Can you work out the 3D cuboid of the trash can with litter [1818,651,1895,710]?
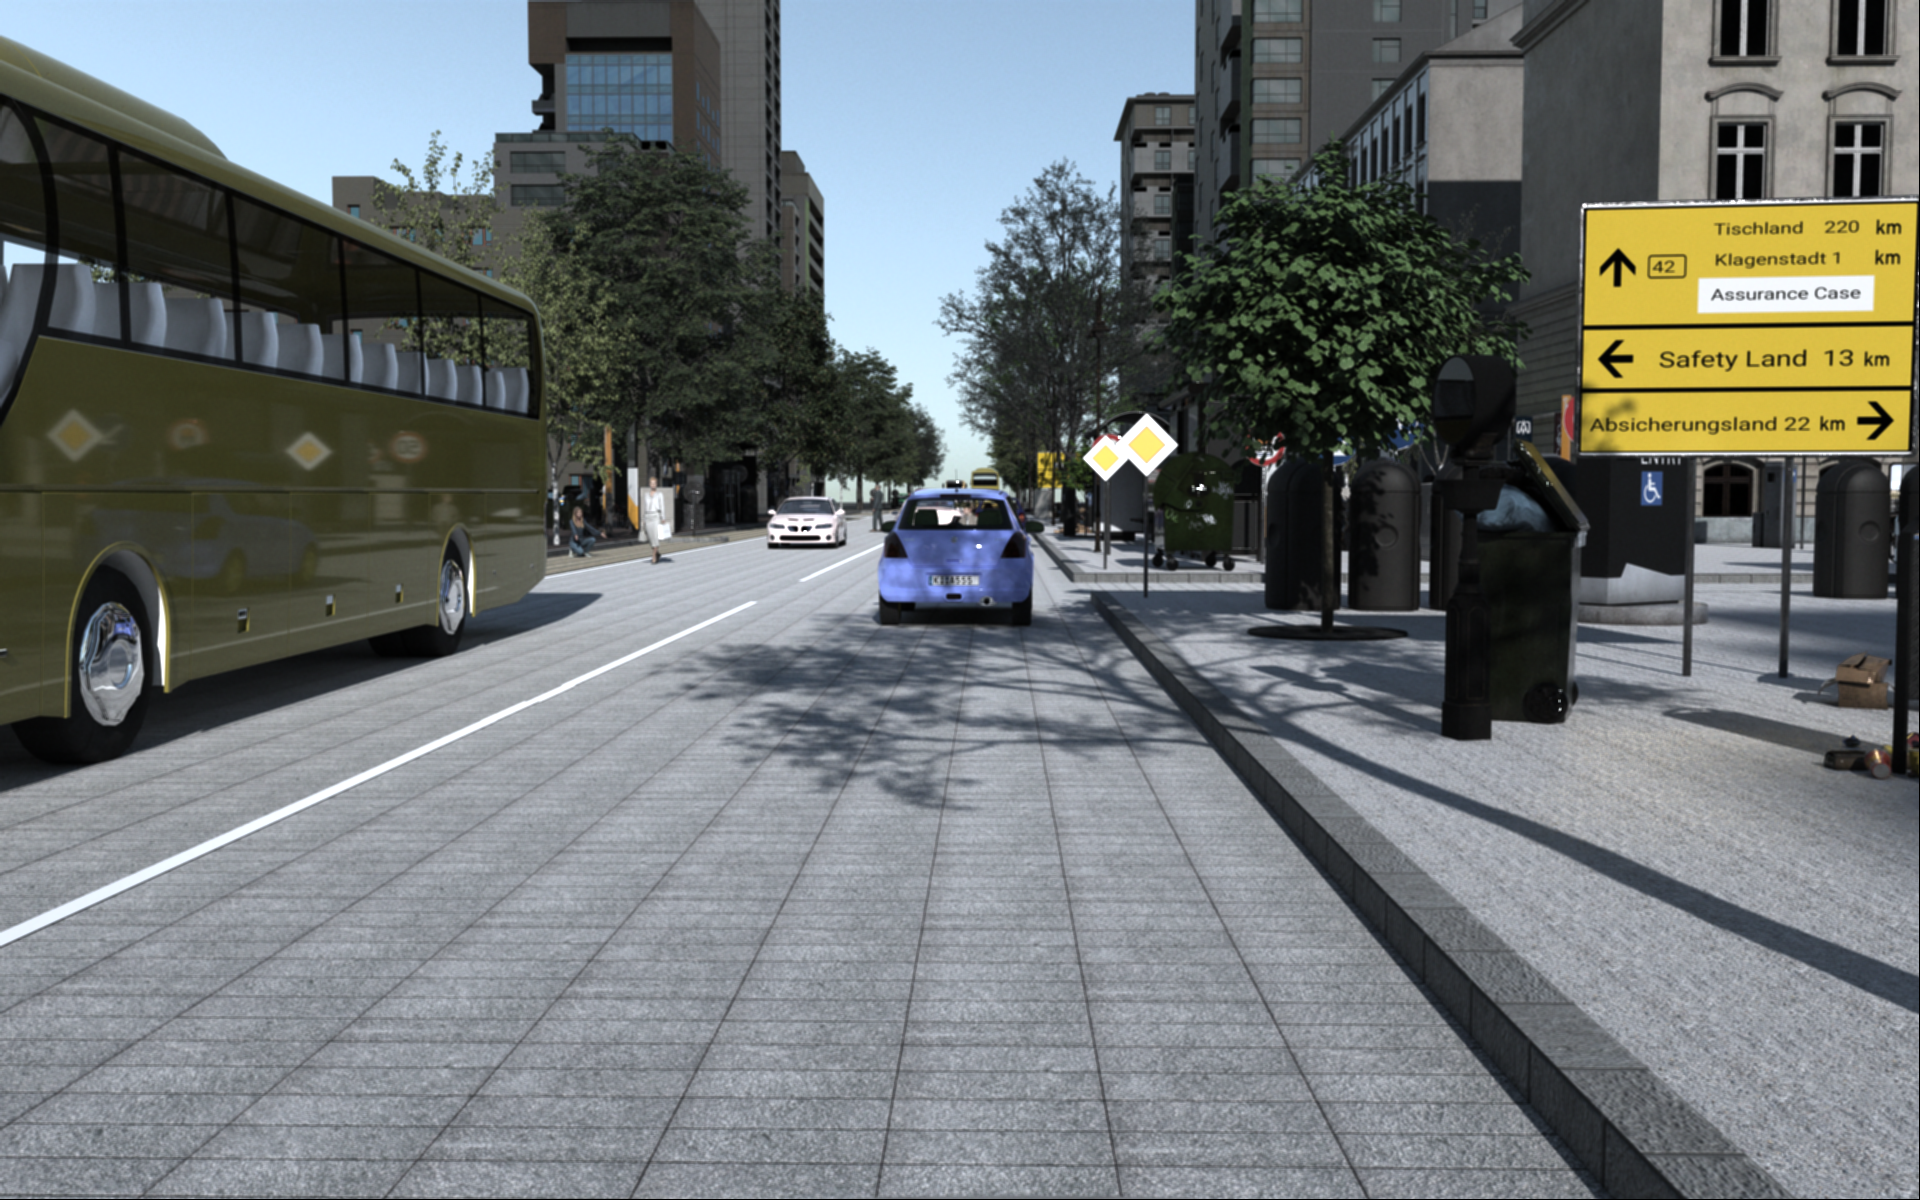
[{"bbox_3d":[5.688,0.069,10.261,1.055,1.170,0.624,2,4,26],"label":"trash can with litter"}]

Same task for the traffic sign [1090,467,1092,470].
[{"bbox_3d":[3.948,-2.921,47.858,0.768,2.556,0.104,1,4,8],"label":"traffic sign"}]

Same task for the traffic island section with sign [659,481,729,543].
[{"bbox_3d":[-7.987,-2.642,51.821,1.989,1.847,2.006,0,4,1],"label":"traffic island section with sign"}]

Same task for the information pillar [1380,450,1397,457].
[{"bbox_3d":[5.506,-1.888,22.229,0.183,3.616,0.504,0,4,-2],"label":"information pillar"}]

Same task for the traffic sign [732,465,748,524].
[{"bbox_3d":[-9.608,-4.598,75.289,0.768,2.556,0.104,0,4,2],"label":"traffic sign"}]

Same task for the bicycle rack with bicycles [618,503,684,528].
[{"bbox_3d":[-12.032,-3.238,66.331,2.852,0.926,2.925,2,4,29],"label":"bicycle rack with bicycles"}]

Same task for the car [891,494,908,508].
[{"bbox_3d":[-5.444,-9.389,162.301,1.959,1.807,4.718,0,4,3],"label":"car"}]

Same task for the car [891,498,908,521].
[{"bbox_3d":[-0.729,-1.931,43.928,2.083,1.381,4.827,0,4,0],"label":"car"}]

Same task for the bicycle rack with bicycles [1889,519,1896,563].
[{"bbox_3d":[18.293,-1.208,33.134,2.852,0.926,2.925,0,4,-2],"label":"bicycle rack with bicycles"}]

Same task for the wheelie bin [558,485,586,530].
[{"bbox_3d":[-13.830,-3.310,62.021,0.980,1.594,0.693,-3,5,-41],"label":"wheelie bin"}]

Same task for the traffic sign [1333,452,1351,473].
[{"bbox_3d":[6.656,-1.880,30.852,0.768,2.556,0.104,0,4,7],"label":"traffic sign"}]

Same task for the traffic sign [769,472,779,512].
[{"bbox_3d":[-10.401,-5.975,97.800,0.768,2.556,0.104,1,4,10],"label":"traffic sign"}]

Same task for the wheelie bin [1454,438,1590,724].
[{"bbox_3d":[3.212,-0.124,9.929,0.693,1.594,0.980,2,4,25],"label":"wheelie bin"}]

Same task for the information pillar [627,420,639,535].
[{"bbox_3d":[-10.386,-3.893,55.005,0.183,3.616,0.504,-3,5,-43],"label":"information pillar"}]

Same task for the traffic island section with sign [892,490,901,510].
[{"bbox_3d":[-5.808,-9.058,156.720,1.989,1.847,2.006,0,4,1],"label":"traffic island section with sign"}]

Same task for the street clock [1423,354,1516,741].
[{"bbox_3d":[2.665,-0.274,9.056,0.358,2.002,0.471,-1,4,-13],"label":"street clock"}]

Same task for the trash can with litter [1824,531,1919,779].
[{"bbox_3d":[4.940,0.183,8.060,2.233,1.210,1.678,-1,4,-23],"label":"trash can with litter"}]

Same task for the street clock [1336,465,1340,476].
[{"bbox_3d":[7.400,-1.856,34.908,0.471,2.002,0.358,1,4,21],"label":"street clock"}]

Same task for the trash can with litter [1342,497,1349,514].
[{"bbox_3d":[10.679,-2.330,49.159,1.678,1.210,2.233,-2,4,-30],"label":"trash can with litter"}]

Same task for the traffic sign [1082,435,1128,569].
[{"bbox_3d":[2.469,-1.577,29.422,0.795,2.450,0.064,0,4,1],"label":"traffic sign"}]

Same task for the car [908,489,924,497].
[{"bbox_3d":[-2.363,-6.724,118.615,2.281,1.827,5.304,0,4,3],"label":"car"}]

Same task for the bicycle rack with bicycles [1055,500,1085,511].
[{"bbox_3d":[6.795,-5.523,103.687,2.925,0.926,2.852,1,4,15],"label":"bicycle rack with bicycles"}]

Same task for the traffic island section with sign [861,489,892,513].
[{"bbox_3d":[-6.367,-7.409,129.770,1.989,1.847,2.006,0,4,1],"label":"traffic island section with sign"}]

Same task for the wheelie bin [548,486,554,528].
[{"bbox_3d":[-15.219,-3.482,64.833,0.693,1.594,0.980,-1,4,-23],"label":"wheelie bin"}]

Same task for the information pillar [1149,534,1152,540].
[{"bbox_3d":[5.480,-2.677,48.254,0.304,2.012,0.304,-3,5,-45],"label":"information pillar"}]

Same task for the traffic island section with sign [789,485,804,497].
[{"bbox_3d":[-7.424,-4.290,78.771,1.989,1.847,2.006,0,4,1],"label":"traffic island section with sign"}]

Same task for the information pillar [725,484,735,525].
[{"bbox_3d":[-9.701,-4.193,73.051,0.304,2.012,0.304,1,4,12],"label":"information pillar"}]

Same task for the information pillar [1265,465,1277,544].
[{"bbox_3d":[7.464,-3.064,41.449,0.504,3.616,0.183,2,4,26],"label":"information pillar"}]

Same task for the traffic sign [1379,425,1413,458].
[{"bbox_3d":[5.058,-1.237,20.332,0.768,2.556,0.104,0,4,7],"label":"traffic sign"}]

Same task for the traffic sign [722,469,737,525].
[{"bbox_3d":[-9.482,-4.231,71.313,0.606,2.300,0.079,0,4,4],"label":"traffic sign"}]

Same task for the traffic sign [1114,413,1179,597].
[{"bbox_3d":[2.302,-1.088,21.438,0.795,2.450,0.064,0,4,1],"label":"traffic sign"}]

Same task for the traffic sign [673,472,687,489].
[{"bbox_3d":[-12.716,-4.683,78.692,0.606,2.300,0.079,0,4,2],"label":"traffic sign"}]

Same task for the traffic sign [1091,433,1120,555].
[{"bbox_3d":[3.138,-2.226,36.495,0.768,2.556,0.104,1,4,11],"label":"traffic sign"}]

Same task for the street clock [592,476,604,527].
[{"bbox_3d":[-14.286,-3.911,68.509,0.471,2.002,0.358,-3,4,-39],"label":"street clock"}]

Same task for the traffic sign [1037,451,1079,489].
[{"bbox_3d":[4.786,-5.432,82.685,2.265,3.308,0.079,0,4,6],"label":"traffic sign"}]

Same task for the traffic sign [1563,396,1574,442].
[{"bbox_3d":[7.537,-1.251,20.566,0.768,2.556,0.104,1,4,9],"label":"traffic sign"}]

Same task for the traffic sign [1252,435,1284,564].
[{"bbox_3d":[5.525,-1.922,31.535,0.768,2.556,0.104,0,4,3],"label":"traffic sign"}]

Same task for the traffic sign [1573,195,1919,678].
[{"bbox_3d":[5.441,-1.112,12.053,2.265,3.308,0.079,0,4,8],"label":"traffic sign"}]

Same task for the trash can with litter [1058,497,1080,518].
[{"bbox_3d":[5.591,-4.736,88.816,1.055,1.170,0.624,-3,4,-37],"label":"trash can with litter"}]

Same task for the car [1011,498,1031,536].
[{"bbox_3d":[1.267,-2.561,54.454,1.945,1.354,3.894,0,4,2],"label":"car"}]

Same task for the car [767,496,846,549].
[{"bbox_3d":[-4.121,-2.125,47.098,2.083,1.381,4.827,0,4,1],"label":"car"}]

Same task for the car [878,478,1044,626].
[{"bbox_3d":[0.013,-0.649,20.199,1.945,1.707,3.694,0,4,2],"label":"car"}]
